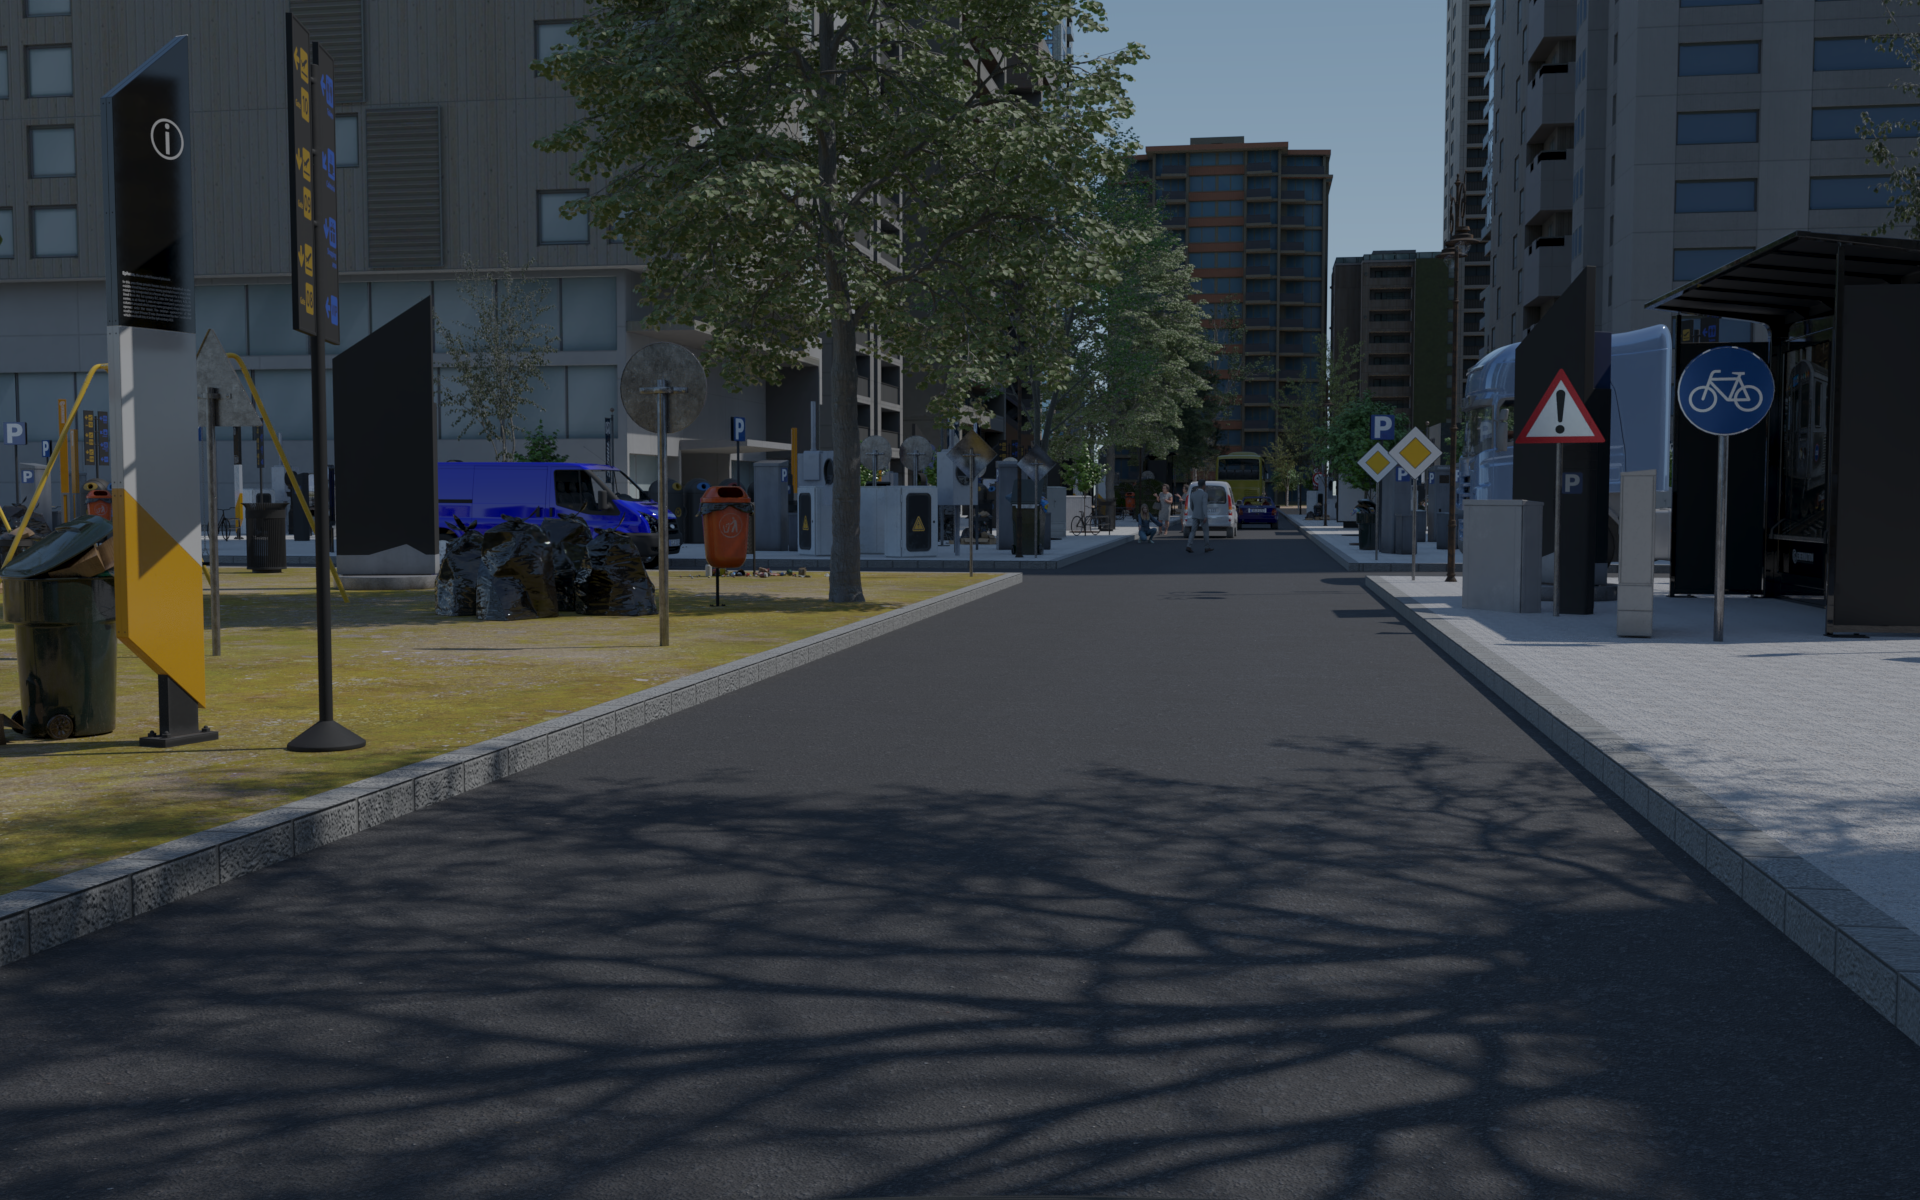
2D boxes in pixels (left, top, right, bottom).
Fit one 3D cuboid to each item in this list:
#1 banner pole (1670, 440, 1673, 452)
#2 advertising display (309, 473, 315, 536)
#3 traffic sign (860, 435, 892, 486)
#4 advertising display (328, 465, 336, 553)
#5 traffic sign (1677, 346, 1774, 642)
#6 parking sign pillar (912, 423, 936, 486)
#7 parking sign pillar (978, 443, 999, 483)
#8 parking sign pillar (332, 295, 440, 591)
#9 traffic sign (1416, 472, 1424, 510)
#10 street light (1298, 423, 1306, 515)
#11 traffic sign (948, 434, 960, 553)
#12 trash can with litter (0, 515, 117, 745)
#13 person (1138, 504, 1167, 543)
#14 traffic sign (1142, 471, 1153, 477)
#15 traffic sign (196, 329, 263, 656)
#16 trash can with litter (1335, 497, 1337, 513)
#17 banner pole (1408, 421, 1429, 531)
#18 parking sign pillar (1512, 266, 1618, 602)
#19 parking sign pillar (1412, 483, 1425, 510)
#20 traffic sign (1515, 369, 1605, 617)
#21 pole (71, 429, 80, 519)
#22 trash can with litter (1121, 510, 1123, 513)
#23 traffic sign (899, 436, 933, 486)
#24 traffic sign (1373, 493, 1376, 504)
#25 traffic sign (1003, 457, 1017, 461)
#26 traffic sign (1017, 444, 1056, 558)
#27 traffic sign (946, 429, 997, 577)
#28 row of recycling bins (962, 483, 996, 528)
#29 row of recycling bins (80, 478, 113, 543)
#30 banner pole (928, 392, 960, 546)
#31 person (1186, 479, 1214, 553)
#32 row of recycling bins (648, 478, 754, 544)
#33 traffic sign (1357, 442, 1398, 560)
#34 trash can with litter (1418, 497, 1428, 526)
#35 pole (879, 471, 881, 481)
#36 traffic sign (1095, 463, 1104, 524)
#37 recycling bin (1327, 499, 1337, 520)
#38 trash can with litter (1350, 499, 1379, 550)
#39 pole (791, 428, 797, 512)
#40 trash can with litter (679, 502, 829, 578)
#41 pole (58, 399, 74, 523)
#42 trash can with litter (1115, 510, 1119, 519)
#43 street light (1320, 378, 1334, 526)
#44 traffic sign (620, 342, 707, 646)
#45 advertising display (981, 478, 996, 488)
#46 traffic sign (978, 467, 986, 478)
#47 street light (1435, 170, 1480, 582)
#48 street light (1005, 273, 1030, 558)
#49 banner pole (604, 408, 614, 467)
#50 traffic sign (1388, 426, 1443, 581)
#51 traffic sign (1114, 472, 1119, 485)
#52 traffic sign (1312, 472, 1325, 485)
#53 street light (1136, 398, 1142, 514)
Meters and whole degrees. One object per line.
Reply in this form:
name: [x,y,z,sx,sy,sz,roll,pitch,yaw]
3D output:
banner pole: [29.378,-4.948,70.922,0.863,3.779,0.401,3,5,45]
advertising display: [-19.423,-2.917,52.899,0.974,1.923,0.123,0,4,1]
traffic sign: [-1.852,-2.289,37.530,0.768,2.556,0.104,1,4,16]
advertising display: [-13.990,-2.023,38.295,0.123,1.923,0.974,-2,4,-33]
traffic sign: [6.605,-0.911,15.008,0.768,2.556,0.104,1,4,17]
parking sign pillar: [-1.351,-4.786,66.716,1.447,3.967,1.447,2,4,28]
parking sign pillar: [1.510,-6.151,89.047,1.447,3.967,1.447,-3,5,-41]
parking sign pillar: [-7.822,-2.149,23.612,1.447,3.967,1.447,-1,4,-9]
traffic sign: [17.377,-3.906,65.989,0.606,2.300,0.079,1,4,15]
street light: [21.092,-8.217,107.129,0.468,5.910,1.993,1,4,10]
traffic sign: [-0.102,-2.313,37.825,0.884,2.594,0.081,1,4,19]
trash can with litter: [-4.860,0.146,9.002,0.624,1.170,1.055,3,4,36]
person: [5.555,-2.239,50.607,1.012,1.151,0.738,-1,4,-15]
traffic sign: [10.247,-5.785,94.684,0.768,2.556,0.104,1,4,12]
traffic sign: [-5.897,-0.835,13.664,0.884,2.594,0.081,1,4,14]
trash can with litter: [18.385,-4.344,82.413,1.055,1.170,0.624,2,4,33]
banner pole: [15.880,-4.270,59.838,0.863,3.779,0.401,1,4,8]
parking sign pillar: [7.360,-2.003,21.217,1.447,3.967,1.447,-1,4,-20]
parking sign pillar: [19.741,-5.330,75.612,1.447,3.967,1.447,-1,4,-20]
traffic sign: [6.252,-1.106,18.089,0.884,2.594,0.081,1,4,17]
pole: [-27.884,-3.716,54.601,0.158,3.312,0.155,0,3,0]
trash can with litter: [10.001,-5.968,108.964,0.624,1.170,1.055,1,4,17]
traffic sign: [-0.973,-2.303,37.756,0.768,2.556,0.104,1,4,15]
traffic sign: [11.735,-2.991,49.013,0.768,2.556,0.104,1,4,18]
traffic sign: [1.721,-3.662,59.974,0.768,2.556,0.104,1,4,19]
traffic sign: [1.523,-1.896,34.642,0.795,2.450,0.064,1,4,10]
traffic sign: [0.177,-1.415,26.771,0.795,2.450,0.064,1,4,10]
row of recycling bins: [1.699,-3.543,65.039,3.534,1.692,1.069,3,5,45]
row of recycling bins: [-21.416,-2.310,44.889,3.534,1.692,1.069,2,4,26]
banner pole: [-0.280,-3.220,42.662,0.401,3.779,0.863,3,5,44]
person: [5.865,-2.059,42.432,0.850,1.792,0.678,-3,5,-41]
row of recycling bins: [-6.386,-2.320,45.052,3.534,1.692,1.069,-2,4,-29]
traffic sign: [8.069,-1.827,33.507,0.795,2.450,0.064,1,4,10]
trash can with litter: [18.218,-3.487,68.398,0.624,1.170,1.055,-2,4,-28]
pole: [-3.059,-4.361,65.149,0.158,3.312,0.155,0,3,0]
traffic sign: [5.576,-4.333,70.947,0.768,2.556,0.104,1,4,15]
recycling bin: [18.772,-4.551,86.959,0.722,1.027,0.722,2,4,28]
trash can with litter: [9.541,-1.738,39.811,1.055,1.170,0.624,-2,4,-33]
pole: [-5.125,-3.653,53.573,0.158,3.312,0.155,0,3,0]
trash can with litter: [-3.099,-0.969,26.894,2.233,1.210,1.678,1,4,13]
pole: [-19.302,-2.660,37.326,0.158,3.312,0.155,0,3,0]
trash can with litter: [7.124,-4.409,83.482,0.624,1.170,1.055,1,4,23]
street light: [14.660,-5.903,69.301,0.468,5.910,1.993,1,4,10]
traffic sign: [-2.497,-0.883,14.543,0.768,2.556,0.104,1,4,11]
advertising display: [1.307,-3.949,69.775,0.974,1.923,0.123,-2,4,-25]
traffic sign: [0.466,-3.389,55.518,0.768,2.556,0.104,1,4,17]
street light: [7.180,-3.203,25.153,0.468,5.910,1.993,1,4,10]
street light: [1.200,-3.797,34.872,0.468,5.910,1.993,1,4,10]
banner pole: [-10.120,-3.676,50.113,0.401,3.779,0.863,0,4,8]
traffic sign: [6.723,-1.345,25.635,0.795,2.450,0.064,1,4,10]
traffic sign: [7.178,-4.849,81.407,0.606,2.300,0.079,1,4,13]
traffic sign: [20.770,-6.122,100.205,0.768,2.556,0.104,1,4,10]
street light: [7.539,-6.086,72.292,0.468,5.910,1.993,1,4,10]
